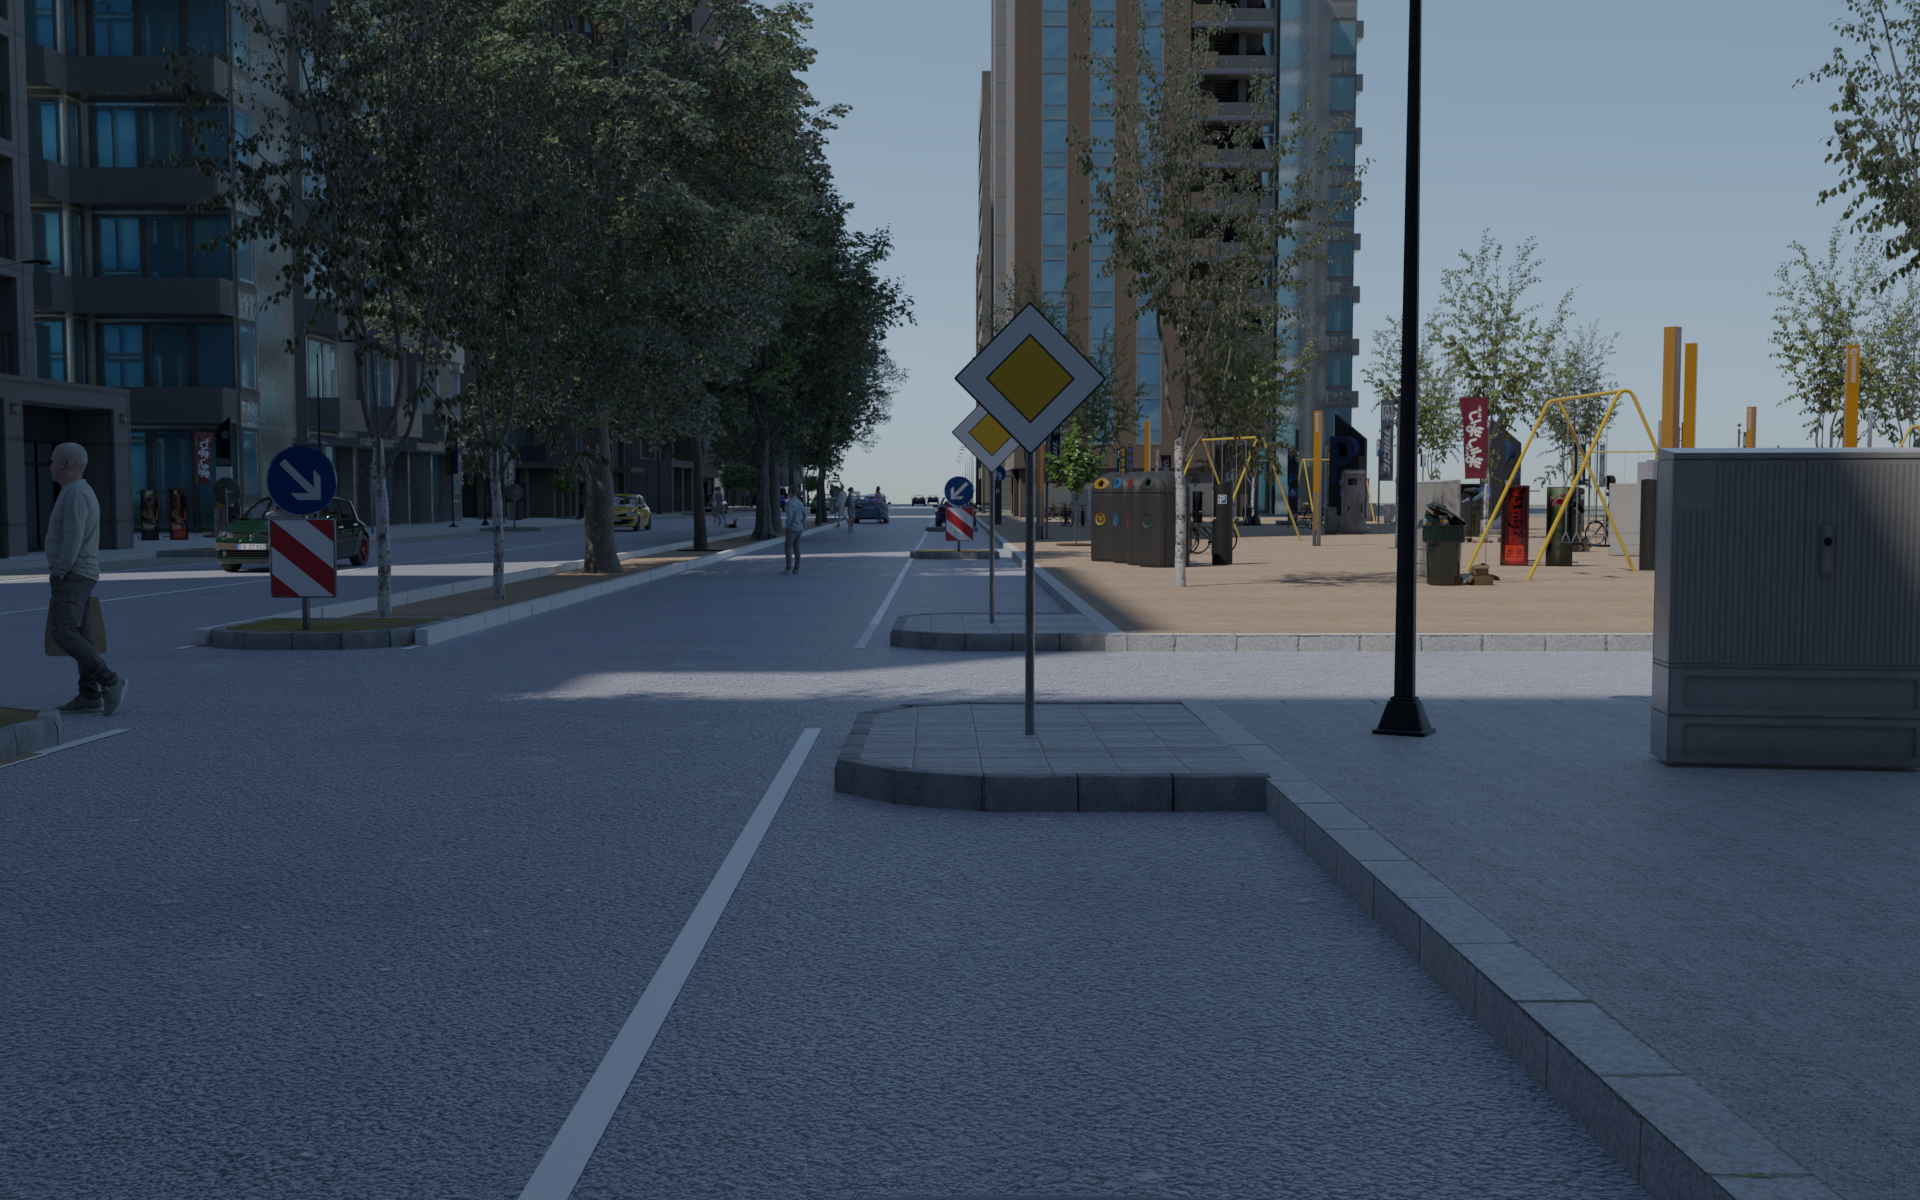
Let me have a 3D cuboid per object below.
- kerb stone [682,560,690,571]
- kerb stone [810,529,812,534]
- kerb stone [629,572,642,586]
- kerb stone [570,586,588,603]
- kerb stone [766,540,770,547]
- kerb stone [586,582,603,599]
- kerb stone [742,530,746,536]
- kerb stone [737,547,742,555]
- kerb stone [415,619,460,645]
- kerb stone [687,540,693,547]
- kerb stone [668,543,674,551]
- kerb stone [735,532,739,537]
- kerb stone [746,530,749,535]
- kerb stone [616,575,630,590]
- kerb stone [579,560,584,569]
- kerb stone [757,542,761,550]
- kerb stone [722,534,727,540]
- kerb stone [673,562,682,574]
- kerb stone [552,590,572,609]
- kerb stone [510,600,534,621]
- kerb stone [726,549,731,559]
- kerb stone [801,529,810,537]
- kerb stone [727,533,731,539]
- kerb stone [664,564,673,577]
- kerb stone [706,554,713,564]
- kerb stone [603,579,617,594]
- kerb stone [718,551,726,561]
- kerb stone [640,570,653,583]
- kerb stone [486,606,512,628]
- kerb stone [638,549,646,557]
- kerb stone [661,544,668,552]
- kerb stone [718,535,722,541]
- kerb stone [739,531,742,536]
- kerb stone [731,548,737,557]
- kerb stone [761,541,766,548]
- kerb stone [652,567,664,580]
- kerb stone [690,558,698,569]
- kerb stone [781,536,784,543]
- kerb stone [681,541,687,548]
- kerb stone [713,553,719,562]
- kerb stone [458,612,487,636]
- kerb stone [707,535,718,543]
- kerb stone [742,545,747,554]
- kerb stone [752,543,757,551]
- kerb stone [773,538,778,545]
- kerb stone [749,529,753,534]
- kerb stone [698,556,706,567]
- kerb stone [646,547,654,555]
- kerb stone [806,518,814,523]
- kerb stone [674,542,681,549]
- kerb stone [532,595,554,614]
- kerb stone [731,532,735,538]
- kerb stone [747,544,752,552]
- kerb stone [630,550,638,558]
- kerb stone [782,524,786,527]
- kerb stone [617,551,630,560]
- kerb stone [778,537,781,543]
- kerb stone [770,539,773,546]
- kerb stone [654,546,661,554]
[{"bbox_3d":[-5.216,-0.616,32.264,0.120,0.150,1.000,0,4,0],"label":"kerb stone"},{"bbox_3d":[-5.394,-2.370,60.944,0.120,0.150,1.000,0,4,0],"label":"kerb stone"},{"bbox_3d":[-5.173,-0.300,27.148,0.120,0.150,1.000,0,4,0],"label":"kerb stone"},{"bbox_3d":[-5.148,-0.049,23.049,0.120,0.150,1.000,0,4,0],"label":"kerb stone"},{"bbox_3d":[-5.300,-1.493,46.608,0.120,0.150,1.000,0,4,0],"label":"kerb stone"},{"bbox_3d":[-5.153,-0.115,24.071,0.120,0.150,1.000,0,4,0],"label":"kerb stone"},{"bbox_3d":[-7.485,-2.243,58.924,0.120,0.150,1.000,0,4,0],"label":"kerb stone"},{"bbox_3d":[-5.265,-1.114,40.449,0.120,0.150,1.000,0,4,0],"label":"kerb stone"},{"bbox_3d":[-5.100,0.325,16.888,0.120,0.150,1.000,0,4,0],"label":"kerb stone"},{"bbox_3d":[-7.401,-1.494,46.618,0.120,0.150,1.000,0,4,0],"label":"kerb stone"},{"bbox_3d":[-7.386,-1.306,43.543,0.120,0.150,1.000,0,4,0],"label":"kerb stone"},{"bbox_3d":[-7.474,-2.121,56.866,0.120,0.150,1.000,0,4,0],"label":"kerb stone"},{"bbox_3d":[-7.494,-2.309,59.952,0.120,0.150,1.000,0,4,0],"label":"kerb stone"},{"bbox_3d":[-5.166,-0.240,26.125,0.120,0.150,1.000,0,4,0],"label":"kerb stone"},{"bbox_3d":[-7.316,-0.678,33.286,0.120,0.150,1.000,0,4,0],"label":"kerb stone"},{"bbox_3d":[-5.293,-1.367,44.549,0.120,0.150,1.000,0,4,0],"label":"kerb stone"},{"bbox_3d":[-7.449,-1.932,53.791,0.120,0.150,1.000,0,4,0],"label":"kerb stone"},{"bbox_3d":[-5.199,-0.551,31.242,0.120,0.150,1.000,0,4,0],"label":"kerb stone"},{"bbox_3d":[-5.135,0.012,22.027,0.120,0.150,1.000,0,4,0],"label":"kerb stone"},{"bbox_3d":[-5.124,0.136,19.967,0.120,0.150,1.000,0,4,0],"label":"kerb stone"},{"bbox_3d":[-5.251,-0.990,38.405,0.120,0.150,1.000,0,4,0],"label":"kerb stone"},{"bbox_3d":[-5.391,-2.304,59.917,0.120,0.150,1.000,0,4,0],"label":"kerb stone"},{"bbox_3d":[-7.459,-1.996,54.822,0.120,0.150,1.000,0,4,0],"label":"kerb stone"},{"bbox_3d":[-5.189,-0.489,30.217,0.120,0.150,1.000,0,4,0],"label":"kerb stone"},{"bbox_3d":[-5.224,-0.803,35.330,0.120,0.150,1.000,0,4,0],"label":"kerb stone"},{"bbox_3d":[-5.158,-0.173,25.094,0.120,0.150,1.000,0,4,0],"label":"kerb stone"},{"bbox_3d":[-5.241,-0.924,37.383,0.120,0.150,1.000,0,4,0],"label":"kerb stone"},{"bbox_3d":[-5.180,-0.365,28.170,0.120,0.150,1.000,0,4,0],"label":"kerb stone"},{"bbox_3d":[-5.117,0.199,18.936,0.120,0.150,1.000,0,4,0],"label":"kerb stone"},{"bbox_3d":[-7.354,-1.050,39.437,0.120,0.150,1.000,0,4,0],"label":"kerb stone"},{"bbox_3d":[-7.371,-1.243,42.521,0.120,0.150,1.000,0,4,0],"label":"kerb stone"},{"bbox_3d":[-7.441,-1.870,52.769,0.120,0.150,1.000,0,4,0],"label":"kerb stone"},{"bbox_3d":[-7.480,-2.183,57.888,0.120,0.150,1.000,0,4,0],"label":"kerb stone"},{"bbox_3d":[-5.259,-1.054,39.427,0.120,0.150,1.000,0,4,0],"label":"kerb stone"},{"bbox_3d":[-5.294,-1.430,45.575,0.120,0.150,1.000,0,4,0],"label":"kerb stone"},{"bbox_3d":[-5.178,-0.427,29.195,0.120,0.150,1.000,0,4,0],"label":"kerb stone"},{"bbox_3d":[-5.213,-0.673,33.286,0.120,0.150,1.000,0,4,0],"label":"kerb stone"},{"bbox_3d":[-5.331,-1.742,50.706,0.120,0.150,1.000,0,4,0],"label":"kerb stone"},{"bbox_3d":[-7.390,-1.430,45.596,0.120,0.150,1.000,0,4,0],"label":"kerb stone"},{"bbox_3d":[-5.236,-0.860,36.357,0.120,0.150,1.000,0,4,0],"label":"kerb stone"},{"bbox_3d":[-5.109,0.262,17.910,0.120,0.150,1.000,0,4,0],"label":"kerb stone"},{"bbox_3d":[-7.438,-1.807,51.736,0.120,0.150,1.000,0,4,0],"label":"kerb stone"},{"bbox_3d":[-5.269,-1.174,41.471,0.120,0.150,1.000,0,4,0],"label":"kerb stone"},{"bbox_3d":[-5.284,-1.302,43.527,0.120,0.150,1.000,0,4,0],"label":"kerb stone"},{"bbox_3d":[-5.304,-1.618,48.654,0.120,0.150,1.000,0,4,0],"label":"kerb stone"},{"bbox_3d":[-7.501,-2.372,60.974,0.120,0.150,1.000,0,4,0],"label":"kerb stone"},{"bbox_3d":[-5.218,-0.738,34.308,0.120,0.150,1.000,0,4,0],"label":"kerb stone"},{"bbox_3d":[-7.364,-1.109,40.465,0.120,0.150,1.000,0,4,0],"label":"kerb stone"},{"bbox_3d":[-7.679,-4.065,88.657,0.120,0.150,1.000,0,4,0],"label":"kerb stone"},{"bbox_3d":[-7.394,-1.368,44.569,0.120,0.150,1.000,0,4,0],"label":"kerb stone"},{"bbox_3d":[-5.127,0.074,21.003,0.120,0.150,1.000,0,4,0],"label":"kerb stone"},{"bbox_3d":[-7.460,-2.058,55.844,0.120,0.150,1.000,0,4,0],"label":"kerb stone"},{"bbox_3d":[-5.274,-1.239,42.505,0.120,0.150,1.000,0,4,0],"label":"kerb stone"},{"bbox_3d":[-7.353,-0.990,38.414,0.120,0.150,1.000,0,4,0],"label":"kerb stone"},{"bbox_3d":[-7.597,-3.248,75.336,0.120,0.150,1.000,0,4,0],"label":"kerb stone"},{"bbox_3d":[-7.338,-0.929,37.385,0.120,0.150,1.000,0,4,0],"label":"kerb stone"},{"bbox_3d":[-5.320,-1.676,49.677,0.120,0.150,1.000,0,4,0],"label":"kerb stone"},{"bbox_3d":[-5.313,-1.550,47.632,0.120,0.150,1.000,0,4,0],"label":"kerb stone"},{"bbox_3d":[-7.368,-1.179,41.492,0.120,0.150,1.000,0,4,0],"label":"kerb stone"}]
